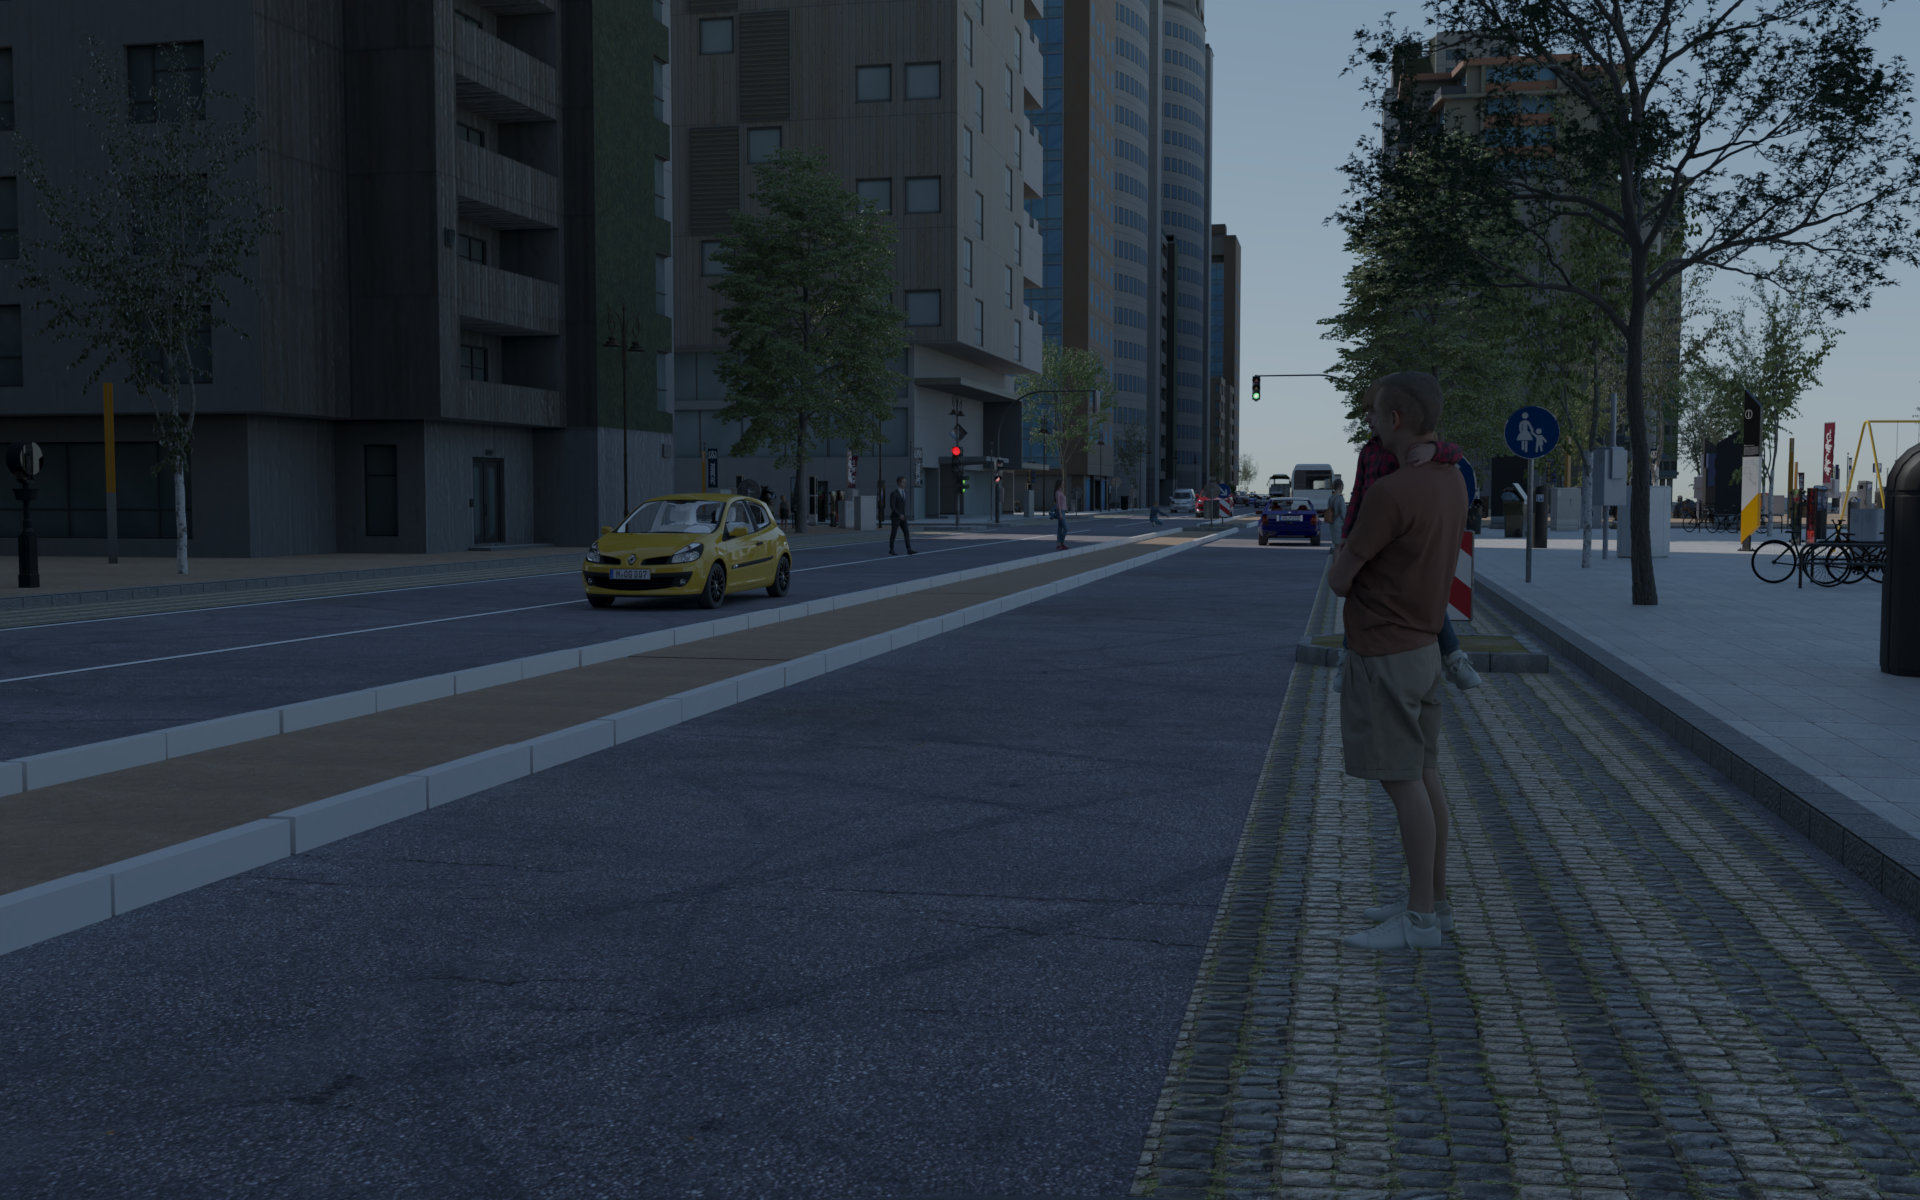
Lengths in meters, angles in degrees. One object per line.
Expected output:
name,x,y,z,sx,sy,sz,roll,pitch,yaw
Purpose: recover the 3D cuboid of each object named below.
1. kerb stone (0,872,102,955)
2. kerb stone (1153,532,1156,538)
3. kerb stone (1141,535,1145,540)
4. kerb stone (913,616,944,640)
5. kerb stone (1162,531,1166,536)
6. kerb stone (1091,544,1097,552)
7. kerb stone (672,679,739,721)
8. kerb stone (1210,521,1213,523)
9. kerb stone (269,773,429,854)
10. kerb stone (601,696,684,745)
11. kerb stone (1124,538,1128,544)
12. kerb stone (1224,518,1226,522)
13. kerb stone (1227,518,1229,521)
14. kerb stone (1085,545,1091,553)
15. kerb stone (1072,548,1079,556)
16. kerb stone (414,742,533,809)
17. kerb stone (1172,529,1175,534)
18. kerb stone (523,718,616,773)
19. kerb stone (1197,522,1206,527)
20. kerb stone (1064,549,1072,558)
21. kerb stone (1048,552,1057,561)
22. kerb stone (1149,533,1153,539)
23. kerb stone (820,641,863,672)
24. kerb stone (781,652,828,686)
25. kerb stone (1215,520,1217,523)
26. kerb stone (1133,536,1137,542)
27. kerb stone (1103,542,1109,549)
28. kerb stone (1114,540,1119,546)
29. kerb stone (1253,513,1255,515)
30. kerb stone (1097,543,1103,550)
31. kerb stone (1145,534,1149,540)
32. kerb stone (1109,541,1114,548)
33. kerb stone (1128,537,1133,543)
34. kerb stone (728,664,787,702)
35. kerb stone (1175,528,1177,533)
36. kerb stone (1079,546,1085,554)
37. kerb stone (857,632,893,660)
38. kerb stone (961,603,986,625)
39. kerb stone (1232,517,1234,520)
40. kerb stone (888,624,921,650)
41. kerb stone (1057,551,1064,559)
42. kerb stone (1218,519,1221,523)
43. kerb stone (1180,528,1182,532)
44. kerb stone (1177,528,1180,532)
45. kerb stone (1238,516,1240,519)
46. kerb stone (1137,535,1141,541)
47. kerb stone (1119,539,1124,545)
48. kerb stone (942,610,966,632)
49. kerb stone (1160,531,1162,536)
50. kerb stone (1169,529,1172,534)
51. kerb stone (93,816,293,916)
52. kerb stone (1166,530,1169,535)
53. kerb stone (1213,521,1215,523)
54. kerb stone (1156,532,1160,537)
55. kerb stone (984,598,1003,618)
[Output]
kerb stone,-3.039,1.030,5.383,0.120,0.150,1.000,1,4,13
kerb stone,6.120,-2.055,55.857,0.120,0.150,1.000,1,4,13
kerb stone,5.452,-1.875,52.854,0.120,0.150,1.000,1,4,13
kerb stone,-0.354,0.294,17.387,0.120,0.150,1.000,1,4,13
kerb stone,6.793,-2.239,58.849,0.120,0.150,1.000,1,4,13
kerb stone,3.194,-1.261,42.834,0.120,0.150,1.000,1,4,13
kerb stone,-1.697,0.662,11.388,0.120,0.150,1.000,1,4,13
kerb stone,11.390,-3.497,79.365,0.120,0.150,1.000,1,4,13
kerb stone,-2.590,0.906,7.384,0.120,0.150,1.000,1,4,13
kerb stone,-1.915,0.727,10.389,0.120,0.150,1.000,1,4,13
kerb stone,4.552,-1.631,48.857,0.120,0.150,1.000,1,4,13
kerb stone,13.180,-3.987,87.380,0.120,0.150,1.000,1,4,13
kerb stone,13.635,-4.109,89.372,0.120,0.150,1.000,1,4,13
kerb stone,2.975,-1.201,41.828,0.120,0.150,1.000,1,4,13
kerb stone,2.539,-1.078,39.825,0.120,0.150,1.000,1,4,13
kerb stone,-2.366,0.845,8.382,0.120,0.150,1.000,1,4,13
kerb stone,7.466,-2.425,61.850,0.120,0.150,1.000,1,4,13
kerb stone,-2.139,0.791,9.382,0.120,0.150,1.000,1,4,13
kerb stone,10.501,-3.247,75.372,0.120,0.150,1.000,1,4,13
kerb stone,2.309,-1.014,38.829,0.120,0.150,1.000,1,4,13
kerb stone,1.857,-0.894,36.829,0.120,0.150,1.000,1,4,13
kerb stone,5.901,-1.997,54.848,0.120,0.150,1.000,1,4,13
kerb stone,-1.021,0.478,14.380,0.120,0.150,1.000,1,4,13
kerb stone,-1.245,0.542,13.383,0.120,0.150,1.000,1,4,13
kerb stone,11.836,-3.614,81.370,0.120,0.150,1.000,1,4,13
kerb stone,4.998,-1.752,50.856,0.120,0.150,1.000,1,4,13
kerb stone,3.657,-1.385,44.840,0.120,0.150,1.000,1,4,13
kerb stone,4.096,-1.508,46.847,0.120,0.150,1.000,1,4,13
kerb stone,19.238,-5.640,114.403,0.120,0.150,1.000,1,4,13
kerb stone,3.429,-1.321,43.836,0.120,0.150,1.000,1,4,13
kerb stone,5.672,-1.934,53.852,0.120,0.150,1.000,1,4,13
kerb stone,3.875,-1.447,45.846,0.120,0.150,1.000,1,4,13
kerb stone,4.774,-1.688,49.857,0.120,0.150,1.000,1,4,13
kerb stone,-1.473,0.600,12.386,0.120,0.150,1.000,1,4,13
kerb stone,7.689,-2.483,62.849,0.120,0.150,1.000,1,4,13
kerb stone,2.744,-1.139,40.832,0.120,0.150,1.000,1,4,13
kerb stone,-0.802,0.420,15.380,0.120,0.150,1.000,1,4,13
kerb stone,0.102,0.172,19.386,0.120,0.150,1.000,1,4,13
kerb stone,14.524,-4.354,93.381,0.120,0.150,1.000,1,4,13
kerb stone,-0.575,0.359,16.382,0.120,0.150,1.000,1,4,13
kerb stone,2.078,-0.956,37.829,0.120,0.150,1.000,1,4,13
kerb stone,12.506,-3.803,84.367,0.120,0.150,1.000,1,4,13
kerb stone,8.132,-2.604,64.848,0.120,0.150,1.000,1,4,13
kerb stone,7.914,-2.547,63.846,0.120,0.150,1.000,1,4,13
kerb stone,15.648,-4.656,98.397,0.120,0.150,1.000,1,4,13
kerb stone,5.222,-1.814,51.857,0.120,0.150,1.000,1,4,13
kerb stone,4.325,-1.567,47.847,0.120,0.150,1.000,1,4,13
kerb stone,-0.124,0.239,18.385,0.120,0.150,1.000,1,4,13
kerb stone,6.562,-2.181,57.853,0.120,0.150,1.000,1,4,13
kerb stone,7.235,-2.355,60.855,0.120,0.150,1.000,1,4,13
kerb stone,-2.820,0.974,6.381,0.120,0.150,1.000,1,4,13
kerb stone,7.016,-2.303,59.856,0.120,0.150,1.000,1,4,13
kerb stone,11.616,-3.558,80.364,0.120,0.150,1.000,1,4,13
kerb stone,6.353,-2.120,56.852,0.120,0.150,1.000,1,4,13
kerb stone,0.325,0.111,20.384,0.120,0.150,1.000,1,4,13
